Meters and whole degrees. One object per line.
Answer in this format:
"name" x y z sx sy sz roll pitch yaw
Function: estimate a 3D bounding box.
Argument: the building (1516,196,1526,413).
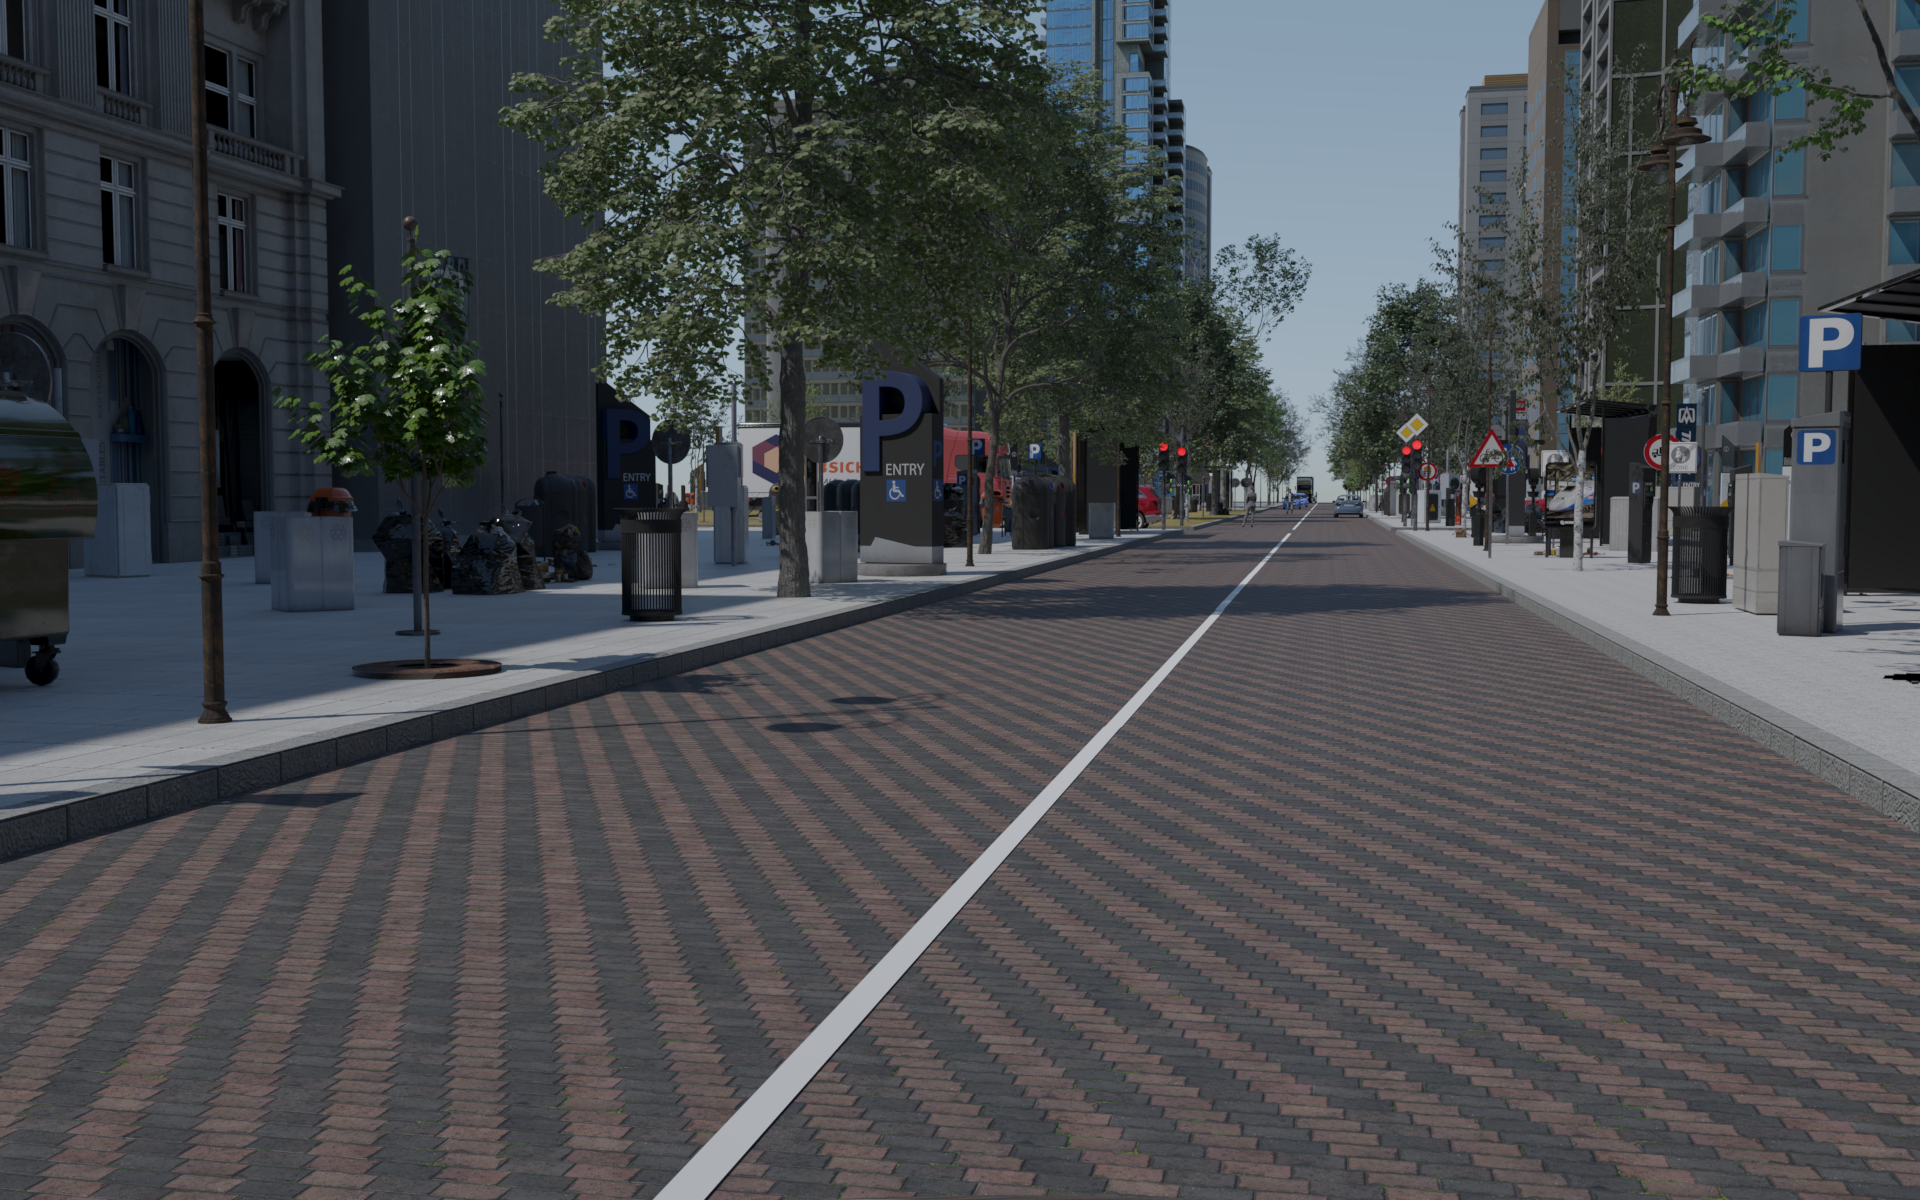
"building" 60.793 -24.159 166.705 14.160 30.474 14.107 1 4 12

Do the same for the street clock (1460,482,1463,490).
"street clock" 31.066 -6.301 107.593 0.358 2.002 0.471 0 4 7

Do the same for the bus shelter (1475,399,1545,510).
"bus shelter" 22.295 -5.697 70.773 2.179 5.291 8.768 1 4 12

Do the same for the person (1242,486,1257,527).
"person" 12.537 -4.051 75.014 0.520 1.790 0.573 -2 4 -28

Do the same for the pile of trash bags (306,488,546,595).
"pile of trash bags" -7.241 -0.821 23.180 3.447 1.369 1.912 1 4 18

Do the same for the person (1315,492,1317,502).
"person" 61.194 -17.682 297.611 0.705 1.823 1.348 0 4 2

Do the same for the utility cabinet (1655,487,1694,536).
"utility cabinet" 21.647 -2.687 52.617 1.173 1.500 0.318 2 4 27

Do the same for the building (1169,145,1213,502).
"building" 30.027 -45.565 286.980 21.231 58.520 28.212 1 4 12

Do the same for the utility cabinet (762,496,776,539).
"utility cabinet" -5.537 -2.382 50.115 0.306 1.237 1.020 0 4 0

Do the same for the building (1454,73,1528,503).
"building" 82.301 -43.232 248.838 21.231 58.520 28.212 1 4 12

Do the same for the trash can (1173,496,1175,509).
"trash can" 15.528 -6.832 123.357 0.748 1.137 0.748 0 3 0

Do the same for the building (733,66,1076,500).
"building" -3.164 -28.698 161.094 32.217 40.220 23.993 1 4 12

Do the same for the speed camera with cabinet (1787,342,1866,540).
"speed camera with cabinet" 11.372 -1.766 23.207 0.660 3.252 2.038 -1 4 -12

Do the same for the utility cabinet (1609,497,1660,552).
"utility cabinet" 15.141 -1.694 38.853 1.020 1.237 0.306 2 4 32

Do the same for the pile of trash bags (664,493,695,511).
"pile of trash bags" -23.309 -7.963 139.947 3.447 1.369 1.912 1 4 10

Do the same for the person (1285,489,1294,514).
"person" 23.304 -6.950 122.113 0.794 1.824 0.713 3 4 36

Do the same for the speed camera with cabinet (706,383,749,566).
"speed camera with cabinet" -4.234 -2.278 31.575 0.660 3.252 2.038 0 4 -2

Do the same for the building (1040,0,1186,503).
"building" 23.239 -57.778 257.345 22.319 86.520 31.000 1 4 12

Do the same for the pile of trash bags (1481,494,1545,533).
"pile of trash bags" 18.257 -2.959 58.128 1.912 1.369 3.447 0 4 -8

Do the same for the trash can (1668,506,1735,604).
"trash can" 8.710 -0.534 20.393 0.748 1.137 0.748 0 3 0

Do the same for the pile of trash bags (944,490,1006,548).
"pile of trash bags" -0.401 -1.973 42.014 3.447 1.369 1.912 -2 4 -33

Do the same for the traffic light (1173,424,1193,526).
"traffic light" 8.976 -4.950 69.858 0.839 4.253 0.868 1 4 12

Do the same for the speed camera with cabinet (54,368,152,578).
"speed camera with cabinet" -13.498 -2.002 27.071 2.038 3.252 0.660 2 4 34

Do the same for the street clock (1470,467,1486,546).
"street clock" 12.833 -2.339 42.812 0.471 2.002 0.358 -3 5 -41

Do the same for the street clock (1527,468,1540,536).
"street clock" 15.944 -2.668 48.194 0.358 2.002 0.471 1 4 9

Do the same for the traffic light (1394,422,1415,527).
"traffic light" 17.503 -4.842 68.080 0.839 4.253 0.868 1 4 12

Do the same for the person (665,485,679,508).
"person" -12.063 -3.875 71.834 0.794 1.824 0.713 -2 4 -27

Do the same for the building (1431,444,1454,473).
"building" 90.434 -26.492 278.185 27.650 21.520 28.899 1 4 12

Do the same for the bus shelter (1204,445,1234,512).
"bus shelter" 19.358 -9.291 129.541 2.179 5.291 8.768 1 4 12

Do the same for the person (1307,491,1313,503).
"person" 53.280 -15.649 263.999 1.348 1.869 0.705 -1 4 -13

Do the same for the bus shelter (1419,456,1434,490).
"bus shelter" 32.145 -8.604 118.304 2.179 5.291 8.768 1 4 12

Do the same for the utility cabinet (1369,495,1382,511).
"utility cabinet" 32.446 -7.585 135.169 0.306 1.237 1.020 -3 5 -40

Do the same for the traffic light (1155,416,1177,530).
"traffic light" 7.325 -4.472 62.045 0.839 4.253 0.868 1 4 12

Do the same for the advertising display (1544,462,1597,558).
"advertising display" 12.237 -1.806 34.735 0.974 1.923 0.123 2 4 25

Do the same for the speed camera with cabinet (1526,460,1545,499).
"speed camera with cabinet" 33.998 -6.552 101.459 2.038 3.252 0.660 -3 4 -38

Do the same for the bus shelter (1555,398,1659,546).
"bus shelter" 16.874 -3.310 45.400 1.731 3.624 6.357 1 4 12

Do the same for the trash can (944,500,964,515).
"trash can" -0.241 -2.015 44.592 0.748 1.137 0.748 0 3 0

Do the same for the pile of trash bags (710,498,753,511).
"pile of trash bags" -17.872 -7.674 135.219 3.447 1.369 1.912 0 4 5

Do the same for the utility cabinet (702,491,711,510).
"utility cabinet" -20.119 -7.854 137.096 0.318 1.500 1.173 3 5 45

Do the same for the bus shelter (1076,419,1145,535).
"bus shelter" 5.113 -4.039 57.315 1.731 3.624 6.357 1 4 12

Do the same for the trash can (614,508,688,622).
"trash can" -3.133 -0.363 17.588 0.748 1.137 0.748 0 3 0

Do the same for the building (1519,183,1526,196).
"building" 73.166 -30.083 183.743 32.217 40.220 23.993 1 4 12

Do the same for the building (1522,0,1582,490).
"building" 57.619 -30.713 152.261 14.600 45.320 14.200 1 4 12

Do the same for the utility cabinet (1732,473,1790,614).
"utility cabinet" 8.695 -0.619 18.800 0.318 1.500 1.173 1 4 13

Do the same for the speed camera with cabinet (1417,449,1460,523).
"speed camera with cabinet" 21.089 -5.016 76.347 2.038 3.252 0.660 -2 4 -27

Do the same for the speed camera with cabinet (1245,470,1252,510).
"speed camera with cabinet" 23.095 -8.842 138.905 0.660 3.252 2.038 1 4 9

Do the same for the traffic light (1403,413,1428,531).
"traffic light" 15.852 -4.364 60.266 0.839 4.253 0.868 1 4 12

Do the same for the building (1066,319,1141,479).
"building" 4.242 -20.920 187.084 27.650 21.520 28.899 1 4 12

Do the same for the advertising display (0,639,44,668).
"advertising display" -7.062 -0.466 12.825 0.974 1.923 0.123 2 4 31

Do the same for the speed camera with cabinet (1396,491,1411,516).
"speed camera with cabinet" 26.118 -6.430 99.466 2.038 3.252 0.660 1 4 14

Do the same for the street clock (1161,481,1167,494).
"street clock" 11.550 -5.720 98.084 0.358 2.002 0.471 1 4 20

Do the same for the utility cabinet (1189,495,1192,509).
"utility cabinet" 18.787 -7.962 141.338 0.306 1.237 1.020 2 4 29

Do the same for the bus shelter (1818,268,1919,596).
"bus shelter" 10.981 -1.677 18.701 1.731 3.624 6.357 1 4 12
